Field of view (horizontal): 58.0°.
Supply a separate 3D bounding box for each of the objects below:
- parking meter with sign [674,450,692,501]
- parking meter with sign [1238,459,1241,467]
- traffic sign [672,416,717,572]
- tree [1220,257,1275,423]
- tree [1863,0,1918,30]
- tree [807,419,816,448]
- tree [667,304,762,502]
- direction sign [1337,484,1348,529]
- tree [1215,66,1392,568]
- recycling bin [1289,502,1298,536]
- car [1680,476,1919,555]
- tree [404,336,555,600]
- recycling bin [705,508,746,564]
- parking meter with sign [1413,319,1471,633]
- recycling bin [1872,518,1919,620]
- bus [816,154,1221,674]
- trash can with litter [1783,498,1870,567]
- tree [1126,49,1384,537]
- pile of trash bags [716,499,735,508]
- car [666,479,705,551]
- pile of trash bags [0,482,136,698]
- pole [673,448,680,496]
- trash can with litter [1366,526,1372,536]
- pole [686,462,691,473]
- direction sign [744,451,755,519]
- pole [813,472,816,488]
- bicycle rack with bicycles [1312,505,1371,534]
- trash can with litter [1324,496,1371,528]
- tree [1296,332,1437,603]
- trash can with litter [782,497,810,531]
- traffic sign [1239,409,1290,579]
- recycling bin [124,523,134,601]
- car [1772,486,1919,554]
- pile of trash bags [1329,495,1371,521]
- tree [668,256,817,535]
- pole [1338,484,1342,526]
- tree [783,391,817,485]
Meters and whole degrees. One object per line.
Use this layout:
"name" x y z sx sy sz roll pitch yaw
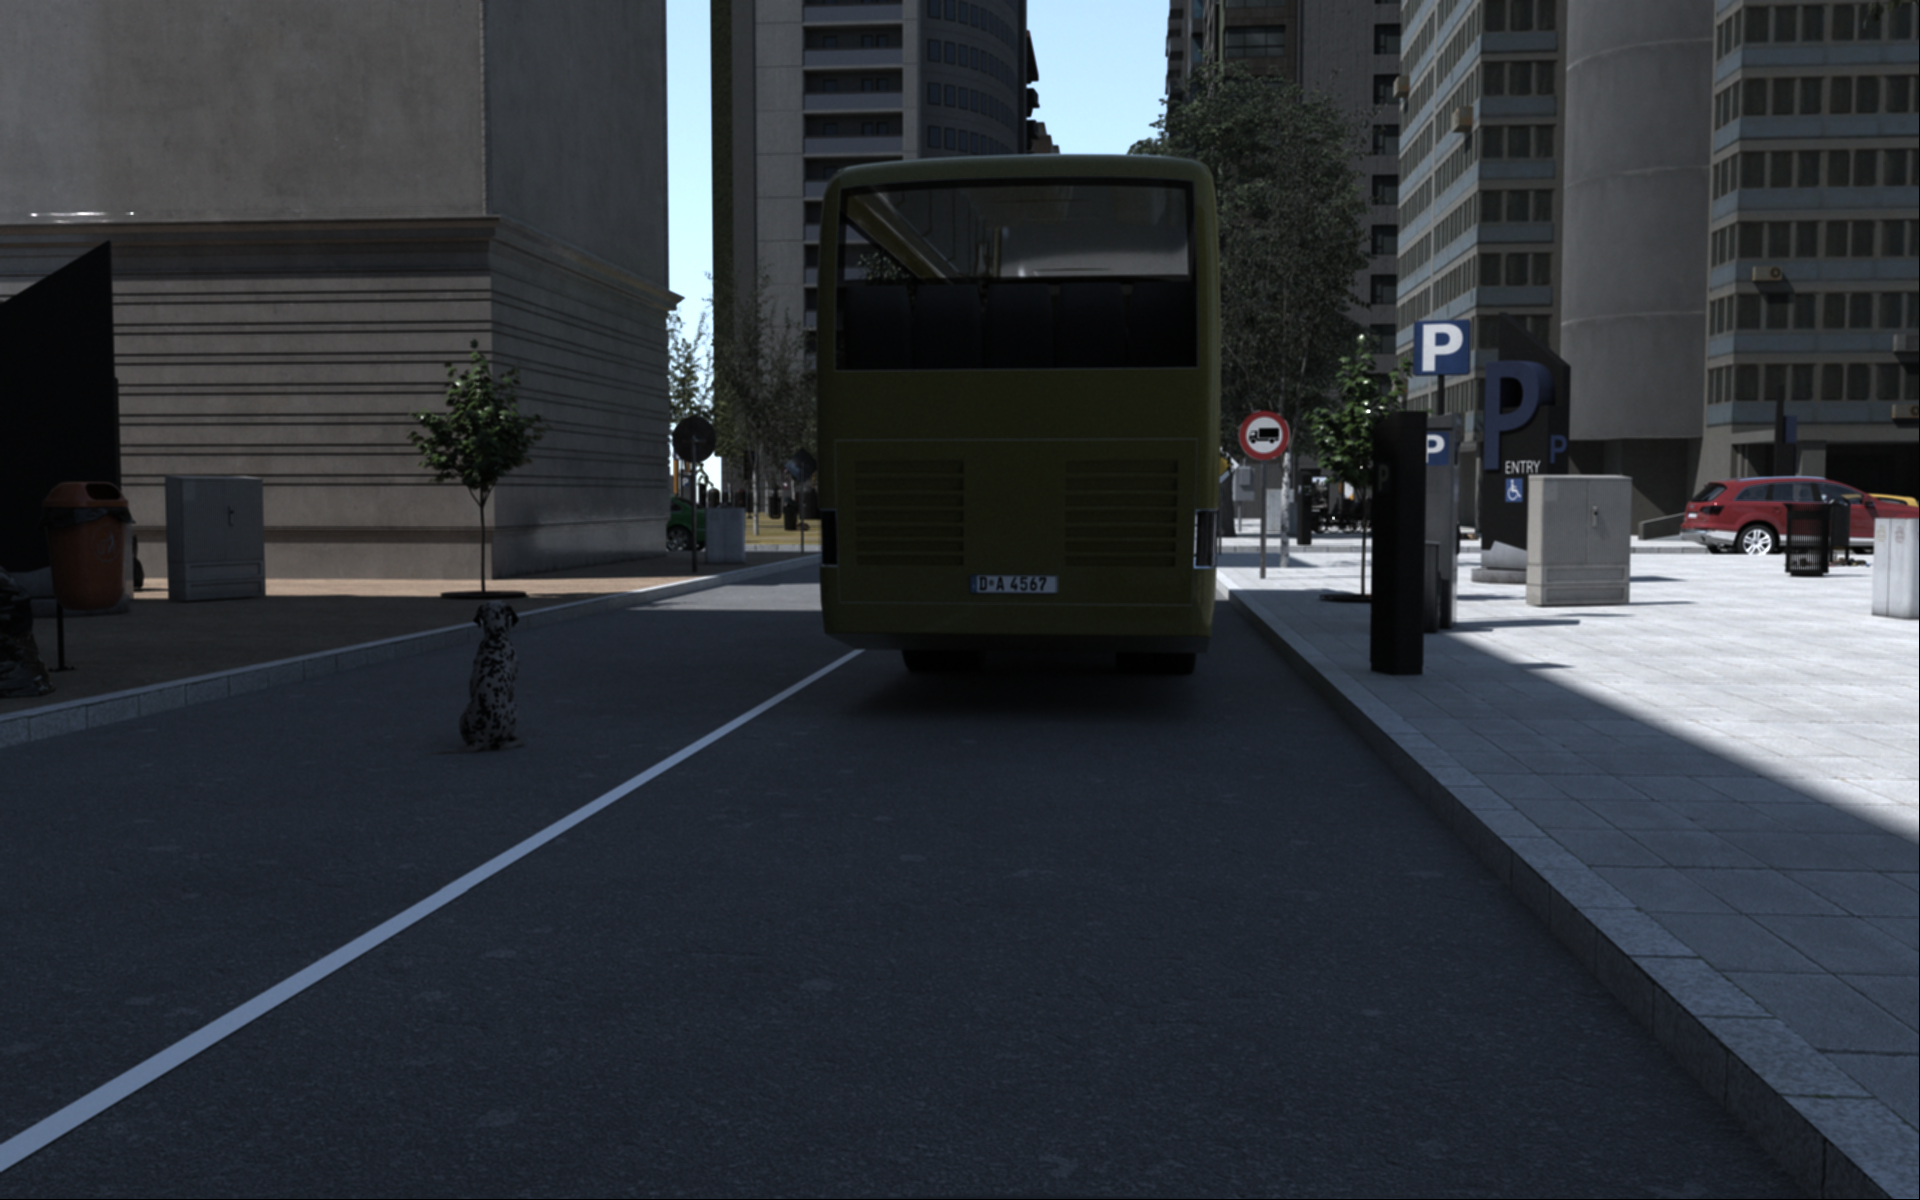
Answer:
"parking meter with sign" -9.616 -3.981 61.344 0.543 3.016 1.738 0 4 7
"parking meter with sign" 12.982 -5.471 85.714 1.738 3.016 0.543 1 4 16
"traffic sign" -4.350 -1.725 28.315 0.768 2.556 0.104 1 4 12
"tree" 9.081 -8.769 69.135 9.928 11.665 9.643 0 3 0
"tree" 7.831 -3.726 11.286 4.360 8.622 3.978 0 3 0
"tree" -1.292 -9.283 68.790 9.611 12.733 9.660 0 3 0
"tree" -10.258 -7.103 66.490 4.737 8.622 4.395 0 3 0
"direction sign" 14.119 -4.393 63.822 0.379 3.537 0.876 -1 4 -13
"tree" 5.588 -4.885 30.232 4.360 8.622 3.978 0 3 0
"recycling bin" 10.288 -2.472 52.968 0.722 1.027 0.722 2 4 32
"car" 18.671 -1.794 38.002 5.304 1.827 2.281 0 4 4
"tree" -6.071 -1.644 21.477 1.663 3.219 1.824 0 3 0
"recycling bin" -4.328 -1.187 31.960 0.722 1.027 0.722 0 4 -6
"parking meter with sign" 4.549 -1.250 16.694 0.543 3.016 1.738 1 4 20
"recycling bin" 10.014 -0.333 17.994 0.722 1.027 0.722 0 3 0
"bus" 1.067 -1.541 16.734 2.896 3.916 12.252 0 4 7
"trash can with litter" 15.494 -1.228 31.142 2.233 1.210 1.678 -2 4 -32
"tree" 7.994 -8.853 51.403 9.857 13.997 8.962 0 3 0
"pile of trash bags" -7.475 -2.241 46.394 3.447 1.369 1.912 1 4 21
"car" -8.001 -2.047 42.259 4.718 1.807 1.959 0 4 5
"pile of trash bags" -6.709 -0.085 11.136 1.912 1.369 3.447 1 4 17
"pole" -10.160 -4.171 62.041 0.158 3.312 0.155 0 3 0
"trash can with litter" 12.912 -2.524 52.648 1.055 1.170 0.624 -2 4 -26
"pole" -11.265 -4.766 71.763 0.158 3.312 0.155 0 3 0
"direction sign" -11.002 -6.027 90.539 0.379 3.537 0.876 2 4 32
"pole" -9.097 -6.993 108.179 0.158 3.312 0.155 0 3 0
"bicycle rack with bicycles" 12.717 -2.692 57.404 2.925 0.926 2.852 0 4 -6
"trash can with litter" 15.347 -3.365 66.073 2.233 1.210 1.678 -3 5 -41
"tree" 4.797 -1.609 20.905 1.663 3.219 1.824 0 3 0
"trash can with litter" -5.692 -3.004 60.497 1.055 1.170 0.624 2 4 33
"traffic sign" 4.595 -1.596 26.194 0.768 2.556 0.104 1 4 14
"recycling bin" -10.296 -0.488 20.541 0.722 1.027 0.722 0 4 -8
"car" 20.351 -1.828 40.108 3.980 1.641 2.015 0 4 7
"pile of trash bags" 18.248 -4.477 82.959 3.447 1.369 1.912 0 4 -3
"tree" -6.191 -6.315 53.609 4.360 8.622 3.978 0 3 0
"pole" 15.221 -4.603 69.094 0.158 3.312 0.155 0 3 0
"tree" -10.089 -10.198 117.107 4.737 8.622 4.395 0 3 0
